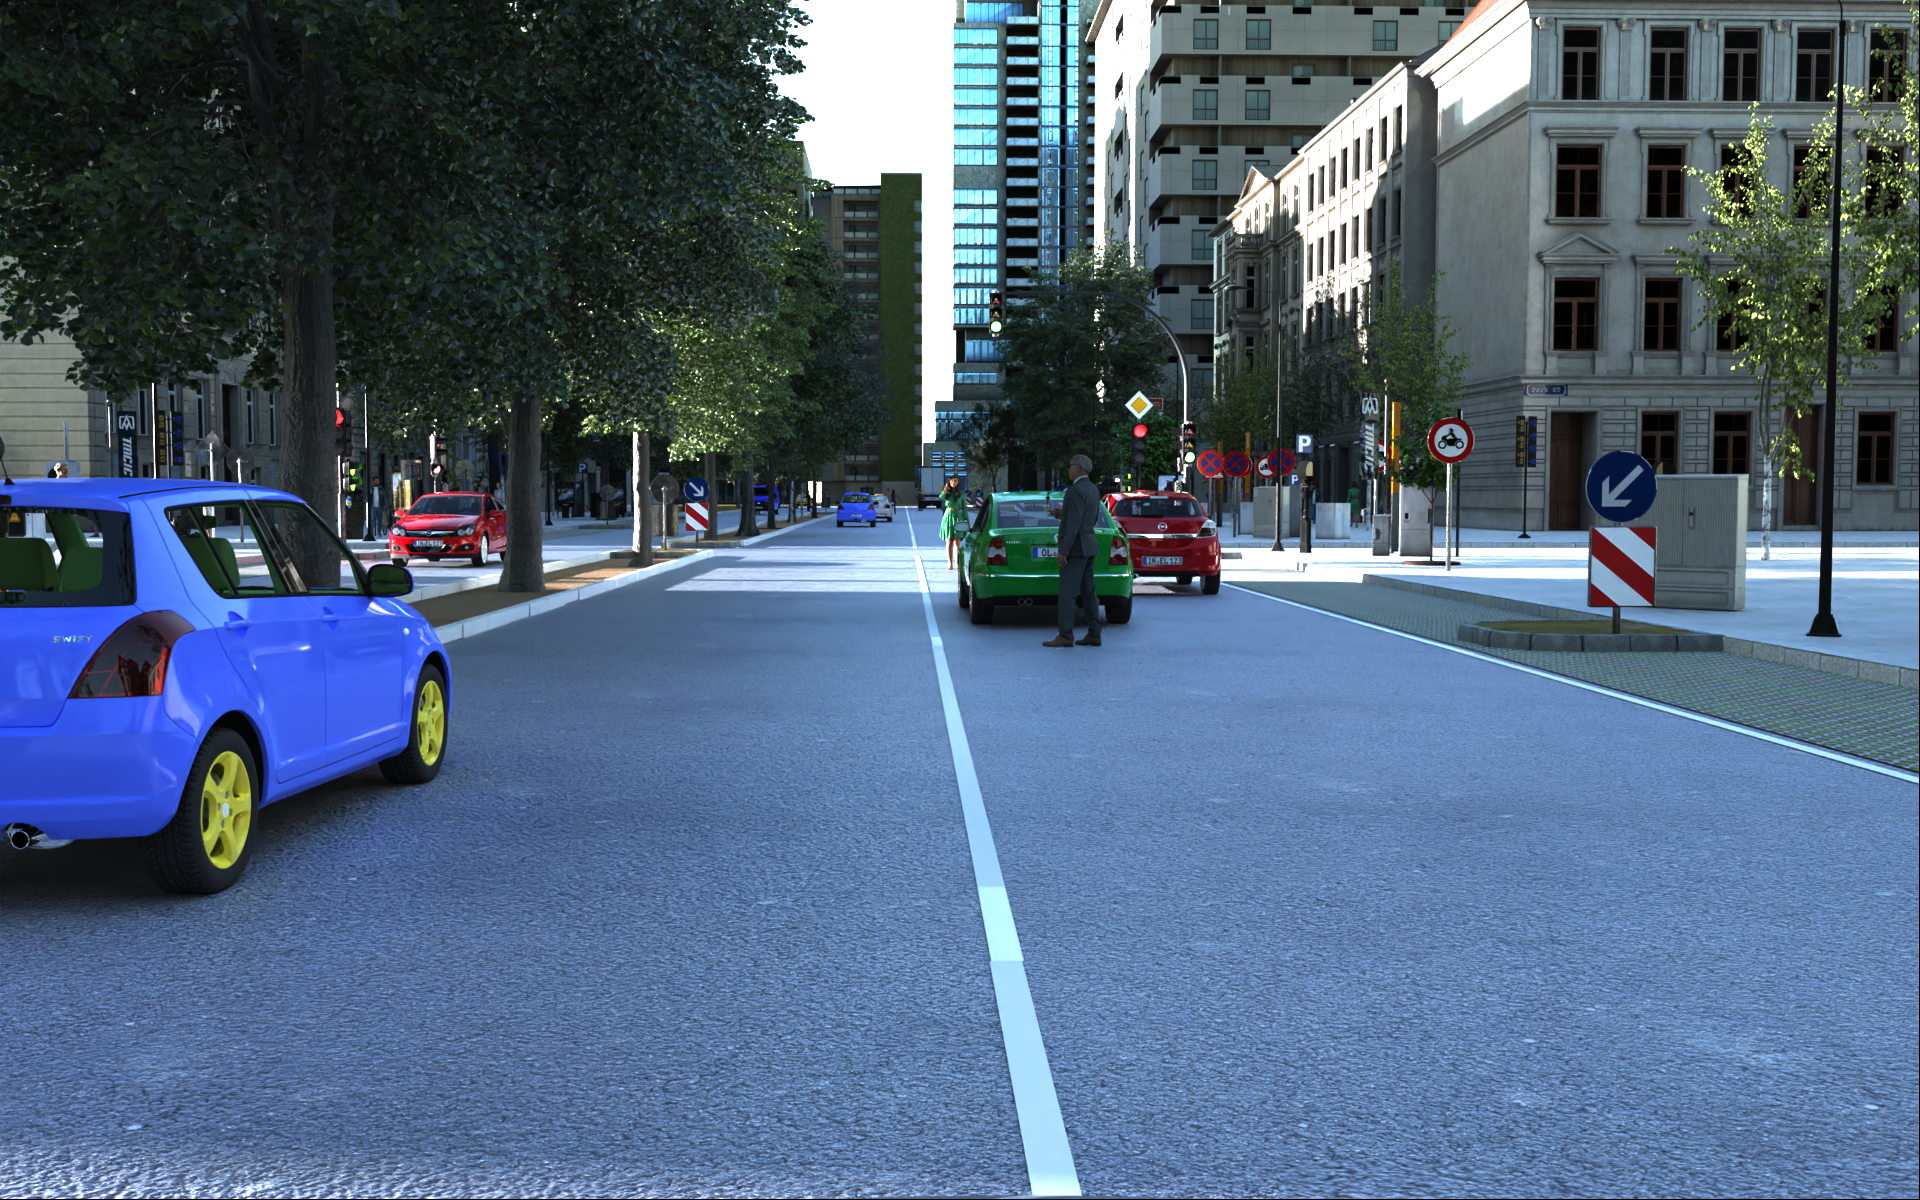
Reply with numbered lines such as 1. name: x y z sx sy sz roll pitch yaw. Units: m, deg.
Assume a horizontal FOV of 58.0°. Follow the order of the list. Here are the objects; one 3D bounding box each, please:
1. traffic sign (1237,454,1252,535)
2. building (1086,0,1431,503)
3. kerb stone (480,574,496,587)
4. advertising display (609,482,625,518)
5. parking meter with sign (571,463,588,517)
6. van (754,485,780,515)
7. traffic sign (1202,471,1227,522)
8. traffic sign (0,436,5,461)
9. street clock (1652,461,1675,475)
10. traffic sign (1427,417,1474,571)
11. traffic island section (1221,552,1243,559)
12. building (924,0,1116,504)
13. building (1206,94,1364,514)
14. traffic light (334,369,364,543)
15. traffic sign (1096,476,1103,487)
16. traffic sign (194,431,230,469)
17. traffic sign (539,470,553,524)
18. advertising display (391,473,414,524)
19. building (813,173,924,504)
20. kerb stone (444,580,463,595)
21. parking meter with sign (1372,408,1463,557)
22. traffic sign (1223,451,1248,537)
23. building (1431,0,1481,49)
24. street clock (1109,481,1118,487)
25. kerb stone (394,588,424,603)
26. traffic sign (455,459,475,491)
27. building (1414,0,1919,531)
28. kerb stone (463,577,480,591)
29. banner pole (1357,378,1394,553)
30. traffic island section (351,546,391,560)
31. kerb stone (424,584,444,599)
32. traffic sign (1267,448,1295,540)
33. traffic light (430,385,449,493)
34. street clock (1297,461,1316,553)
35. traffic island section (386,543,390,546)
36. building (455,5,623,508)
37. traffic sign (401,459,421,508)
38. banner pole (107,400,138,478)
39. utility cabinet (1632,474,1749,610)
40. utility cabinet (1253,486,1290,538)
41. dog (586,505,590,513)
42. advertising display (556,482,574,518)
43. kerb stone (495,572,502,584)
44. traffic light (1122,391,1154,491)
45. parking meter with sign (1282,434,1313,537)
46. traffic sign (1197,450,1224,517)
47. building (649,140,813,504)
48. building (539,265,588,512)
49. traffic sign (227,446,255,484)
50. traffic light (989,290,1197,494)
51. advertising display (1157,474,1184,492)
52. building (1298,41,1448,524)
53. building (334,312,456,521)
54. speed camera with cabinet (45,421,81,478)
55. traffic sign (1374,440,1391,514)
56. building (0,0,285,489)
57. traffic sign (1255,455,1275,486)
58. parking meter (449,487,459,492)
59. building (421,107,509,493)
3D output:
1. traffic sign: 8.718 -3.298 54.030 0.768 2.556 0.104 0 4 1
2. building: 28.277 -35.752 173.788 28.713 52.752 27.495 0 4 -2
3. kerb stone: -7.407 -0.274 26.838 0.120 0.150 1.000 0 4 -2
4. advertising display: -18.392 -5.331 92.382 0.974 1.923 0.123 0 4 -1
5. parking meter with sign: -21.337 -6.158 96.942 0.543 3.016 1.738 0 4 3
6. van: -13.547 -7.003 118.887 2.240 2.365 5.245 0 4 0
7. traffic sign: 9.233 -3.848 62.914 0.884 2.594 0.081 0 4 3
8. traffic sign: -18.945 -2.052 33.664 0.768 2.556 0.104 0 4 -1
9. street clock: 15.381 -2.042 37.954 0.471 2.002 0.358 -1 4 -11
10. traffic sign: 8.138 -1.755 28.800 0.768 2.556 0.104 0 4 3
11. traffic island section: 5.141 -1.039 39.272 2.009 0.180 2.903 0 4 -2
12. building: 10.650 -55.836 225.591 31.000 86.520 22.319 0 4 -2
13. building: 23.539 -17.528 105.668 14.460 24.649 34.723 0 4 -2
14. traffic light: -13.750 -3.034 38.526 0.839 4.253 0.868 0 4 -2
15. traffic sign: 8.189 -6.342 103.794 0.768 2.556 0.104 0 4 3
16. traffic sign: -15.563 -2.222 36.063 0.795 2.593 0.064 0 4 6
17. traffic sign: -17.813 -4.424 74.458 0.606 2.300 0.079 0 4 4
18. advertising display: -16.765 -2.870 52.133 0.974 1.923 0.123 3 4 38
19. building: -11.769 -32.980 222.816 14.086 41.232 14.154 0 4 -2
20. kerb stone: -7.341 -0.154 24.784 0.120 0.150 1.000 0 4 -2
21. parking meter with sign: 9.393 -2.407 35.616 1.738 3.016 0.543 1 4 19
22. traffic sign: 8.136 -3.128 51.245 0.768 2.556 0.104 0 3 0
23. building: 28.699 -34.074 146.344 28.713 52.752 27.495 0 4 -2
24. street clock: 8.851 -5.818 99.699 0.471 2.002 0.358 1 4 20
25. kerb stone: -7.273 -0.033 22.731 0.120 0.150 1.000 0 4 -2
26. traffic sign: -18.158 -3.877 63.493 0.768 2.556 0.104 0 4 6
27. building: 28.869 -13.937 64.027 21.152 22.565 11.583 0 4 -2
28. kerb stone: -7.376 -0.221 25.810 0.120 0.150 1.000 0 4 -2
29. banner pole: 8.995 -2.901 37.444 0.863 3.779 0.401 -1 4 -12
30. traffic island section: -13.791 -1.002 38.659 2.009 0.180 2.903 0 4 -2
31. kerb stone: -7.304 -0.096 23.762 0.120 0.150 1.000 0 4 -2
32. traffic sign: 8.847 -2.919 47.827 0.768 2.556 0.104 0 4 0
33. traffic light: -11.924 -4.400 46.610 4.771 5.953 1.251 0 4 -2
34. street clock: 7.543 -2.029 37.750 0.358 2.002 0.471 3 5 40
35. traffic island section: -14.052 -1.490 46.640 2.009 0.180 2.903 0 4 -2
36. building: -40.712 -31.901 145.290 21.300 48.544 21.600 0 4 -2
37. traffic sign: -16.106 -2.979 50.835 0.606 2.300 0.079 0 4 3
38. banner pole: -22.154 -3.410 45.764 0.863 3.779 0.401 -2 4 -24
39. utility cabinet: 8.121 -0.652 19.332 0.318 1.500 1.173 -3 5 -44
40. utility cabinet: 8.947 -2.517 49.839 0.318 1.500 1.173 -2 4 -35
41. dog: -25.456 -6.247 118.971 0.406 0.507 0.540 0 4 -1
42. advertising display: -21.000 -5.317 92.143 0.974 1.923 0.123 -3 4 -37
43. kerb stone: -7.442 -0.347 27.866 0.120 0.150 1.000 0 4 -2
44. traffic light: 4.839 -3.561 47.138 0.839 4.253 0.868 0 4 -2
45. parking meter with sign: 9.824 -3.379 51.514 0.543 3.016 1.738 -1 4 -16
46. traffic sign: 7.200 -3.044 49.877 0.768 2.556 0.104 0 4 4
47. building: -30.235 -36.841 226.044 21.600 48.544 21.300 0 4 -2
48. building: -36.031 -21.792 127.996 14.160 30.474 14.107 0 4 -2
49. traffic sign: -19.144 -2.814 46.116 0.768 2.556 0.104 0 4 2
50. traffic light: 3.013 -3.931 38.948 4.771 5.953 1.251 0 4 -2
51. advertising display: 6.861 -3.120 56.218 0.974 1.923 0.123 2 4 31
52. building: 22.215 -14.049 78.855 9.793 20.994 18.267 0 4 -2
53. building: -33.787 -13.857 91.185 10.561 19.102 19.286 0 4 -2
54. speed camera with cabinet: -24.954 -3.217 46.941 2.038 3.252 0.660 0 4 6
55. traffic sign: 9.703 -2.466 40.420 0.768 2.556 0.104 0 4 2
56. building: -34.714 -16.580 68.346 12.463 27.353 25.104 0 4 -2
57. traffic sign: 10.070 -3.477 56.953 0.768 2.556 0.104 0 4 0
58. parking meter: -17.766 -3.206 60.834 0.372 1.533 0.369 0 3 0
59. building: -36.034 -19.853 110.493 13.634 28.700 20.117 0 4 -2
